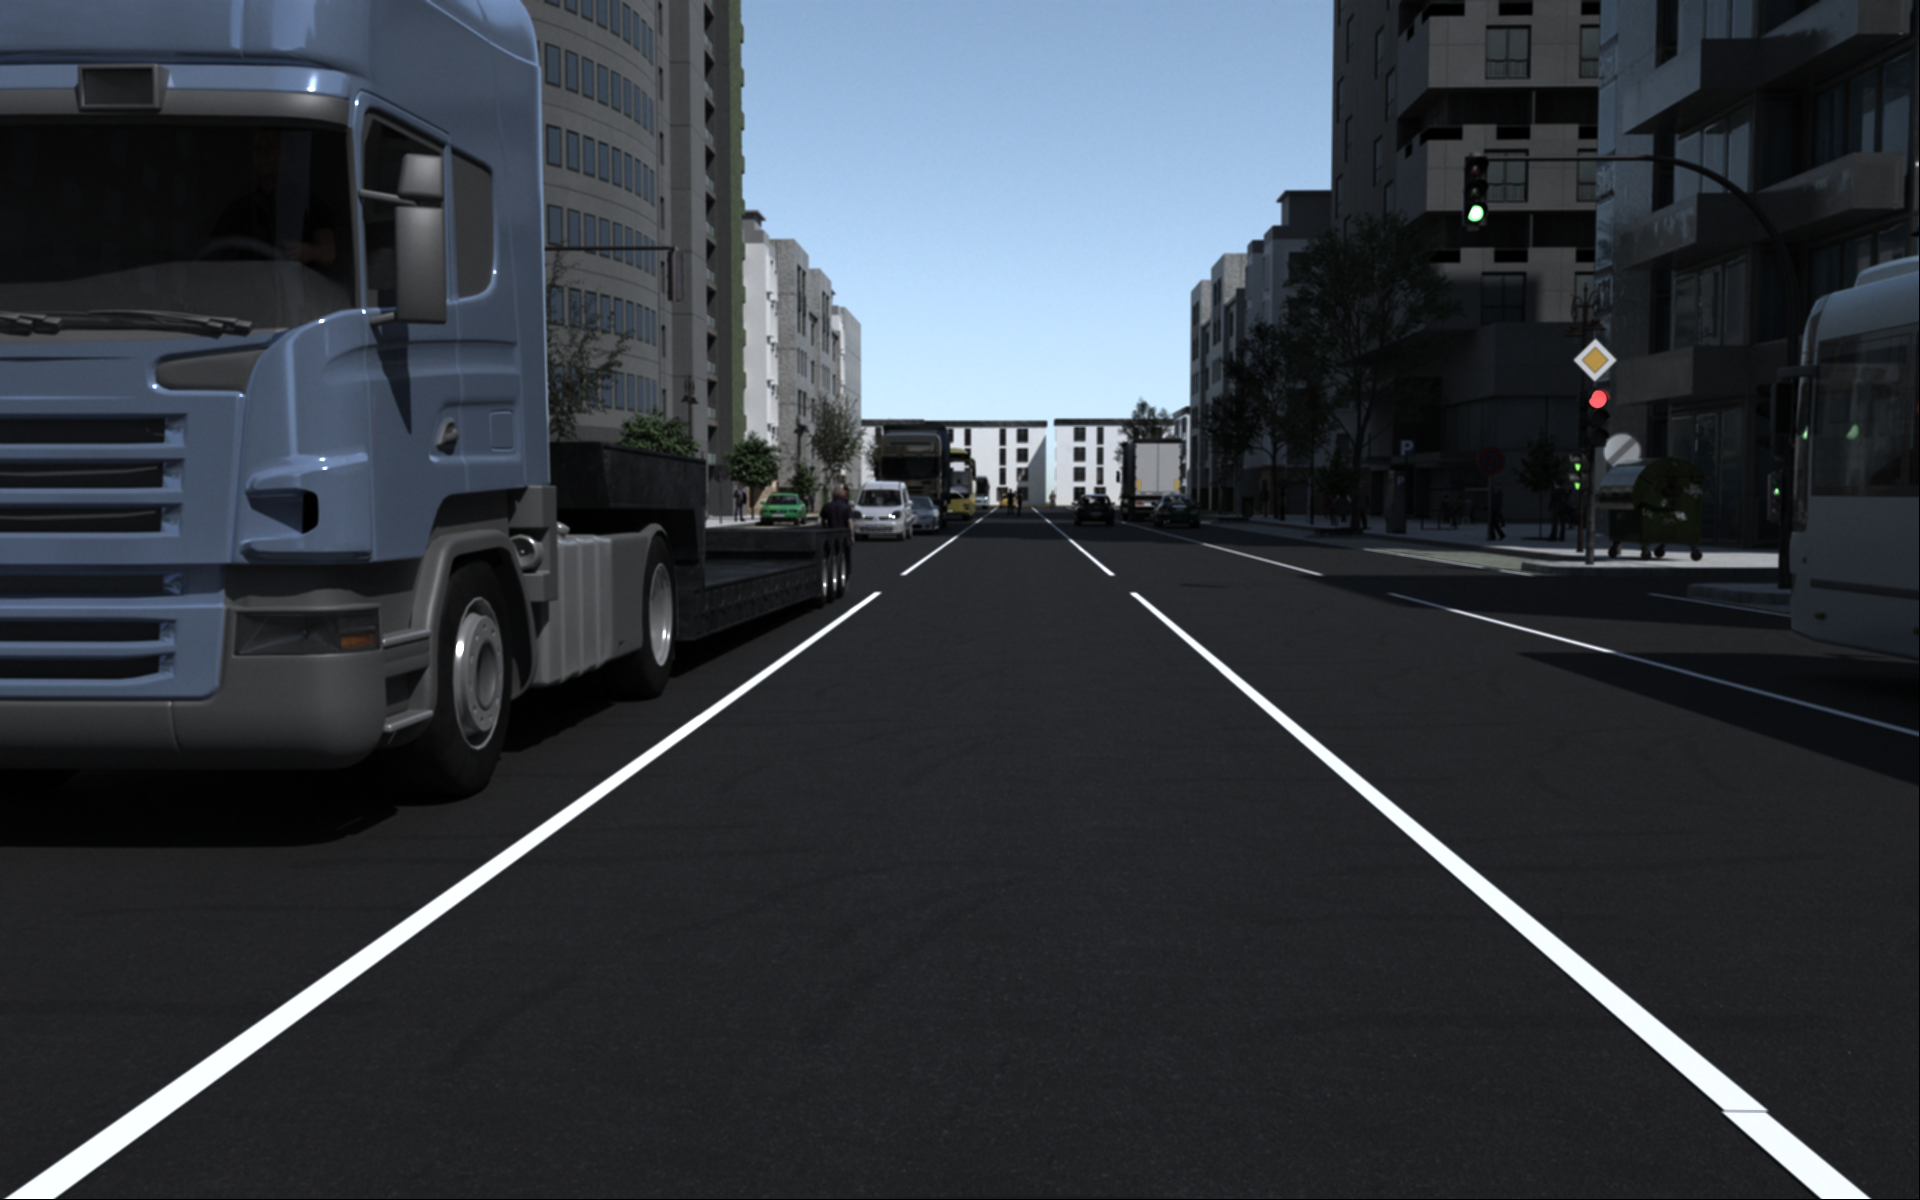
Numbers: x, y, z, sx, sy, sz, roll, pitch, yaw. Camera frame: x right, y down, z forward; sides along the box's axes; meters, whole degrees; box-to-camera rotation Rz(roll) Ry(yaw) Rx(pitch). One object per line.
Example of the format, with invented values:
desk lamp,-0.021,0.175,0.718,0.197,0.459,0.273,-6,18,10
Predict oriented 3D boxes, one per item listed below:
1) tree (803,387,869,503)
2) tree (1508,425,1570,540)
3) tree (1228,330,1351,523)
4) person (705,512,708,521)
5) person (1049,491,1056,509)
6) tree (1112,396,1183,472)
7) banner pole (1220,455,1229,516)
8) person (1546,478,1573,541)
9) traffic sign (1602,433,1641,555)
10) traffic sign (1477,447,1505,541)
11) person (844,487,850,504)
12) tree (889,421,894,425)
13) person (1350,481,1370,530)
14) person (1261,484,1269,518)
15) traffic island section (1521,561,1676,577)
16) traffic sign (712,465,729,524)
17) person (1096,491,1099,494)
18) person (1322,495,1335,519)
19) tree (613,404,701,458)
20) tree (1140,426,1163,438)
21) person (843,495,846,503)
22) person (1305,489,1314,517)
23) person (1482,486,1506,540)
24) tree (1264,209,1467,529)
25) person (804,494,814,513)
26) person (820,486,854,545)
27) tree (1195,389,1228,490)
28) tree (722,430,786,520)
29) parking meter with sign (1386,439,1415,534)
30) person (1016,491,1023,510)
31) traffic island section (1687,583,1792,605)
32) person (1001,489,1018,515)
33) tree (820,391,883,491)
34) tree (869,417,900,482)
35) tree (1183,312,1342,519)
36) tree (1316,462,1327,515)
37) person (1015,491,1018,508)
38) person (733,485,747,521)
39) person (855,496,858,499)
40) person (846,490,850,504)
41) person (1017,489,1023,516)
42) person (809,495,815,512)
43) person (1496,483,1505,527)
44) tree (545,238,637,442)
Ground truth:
tree,-8.905,-10.292,118.644,4.360,8.622,3.978,0,3,0
tree,16.187,-3.302,48.596,1.663,3.219,1.824,0,3,0
tree,15.324,-7.742,76.936,4.737,8.622,4.395,0,3,0
person,-12.228,-4.042,82.598,0.381,0.543,0.357,0,4,7
person,8.856,-9.553,165.229,0.617,1.759,0.750,1,4,9
tree,17.997,-14.109,165.099,7.601,10.594,8.767,0,4,7
banner pole,15.640,-6.896,102.765,0.401,3.779,0.863,3,4,38
person,16.274,-2.454,46.971,0.742,1.727,0.445,-3,4,-38
traffic sign,13.792,-2.206,36.169,0.768,2.556,0.104,1,4,11
traffic sign,14.431,-2.878,47.167,0.768,2.556,0.104,0,4,3
person,-8.547,-7.499,128.587,0.705,1.831,1.348,2,4,33
tree,-7.602,-13.801,176.010,4.737,8.622,4.395,0,3,0
person,14.289,-3.387,61.967,0.990,1.755,0.434,-2,4,-29
person,16.323,-5.301,92.838,0.598,1.807,0.434,-3,5,-40
traffic island section,11.451,-0.560,31.442,2.009,0.180,2.903,0,4,2
traffic sign,-10.340,-4.567,74.774,0.768,2.556,0.104,1,4,10
person,12.273,-8.893,154.615,1.217,1.735,0.721,0,4,5
person,19.062,-5.009,89.645,0.444,1.614,0.593,-1,4,-21
tree,-11.077,-4.843,62.897,4.285,4.588,4.351,0,3,0
tree,19.259,-13.970,178.766,4.737,8.622,4.395,0,3,0
person,-7.576,-6.163,109.710,0.568,1.767,0.683,1,4,22
person,19.032,-5.424,94.597,0.599,1.838,0.709,2,4,32
person,14.768,-2.408,48.111,0.574,1.496,0.600,-3,5,-42
tree,14.667,-8.419,63.414,9.928,11.665,9.643,0,3,0
person,-10.452,-6.741,117.053,1.217,1.735,0.721,-1,4,-21
person,-1.950,-0.967,26.511,0.471,1.553,0.569,-3,5,-42
tree,15.809,-9.101,99.167,4.737,8.622,4.395,0,3,0
tree,-10.438,-6.368,87.824,4.285,4.588,4.351,0,3,0
parking meter with sign,14.182,-3.655,56.019,0.543,3.016,1.738,0,4,-2
person,5.352,-8.949,155.599,0.721,1.735,1.217,2,4,35
traffic island section,11.192,-0.072,23.461,2.009,0.180,2.903,0,4,2
person,3.538,-6.903,121.508,1.348,1.807,0.705,0,4,-7
tree,-8.738,-10.639,124.316,4.737,8.622,4.395,0,3,0
tree,-7.501,-13.211,166.367,4.360,8.622,3.978,0,3,0
tree,16.063,-9.487,89.530,7.601,10.594,8.767,0,4,0
tree,21.799,-6.690,103.975,1.663,3.219,1.824,0,3,0
person,5.666,-9.976,172.272,0.551,1.740,0.621,1,4,11
person,-10.273,-4.533,80.983,0.655,1.722,0.431,-3,5,-44
person,-9.137,-9.043,157.120,0.991,1.433,0.599,2,4,31
person,-9.294,-8.272,142.014,0.721,1.735,1.217,-1,4,-19
person,3.989,-6.418,114.158,0.721,1.735,1.217,0,4,-6
person,-10.550,-7.128,123.510,0.541,1.710,0.530,-3,4,-38
person,20.972,-3.697,67.405,0.530,1.710,0.541,2,4,26
tree,-11.720,-6.063,49.496,4.360,8.622,3.978,0,3,0
